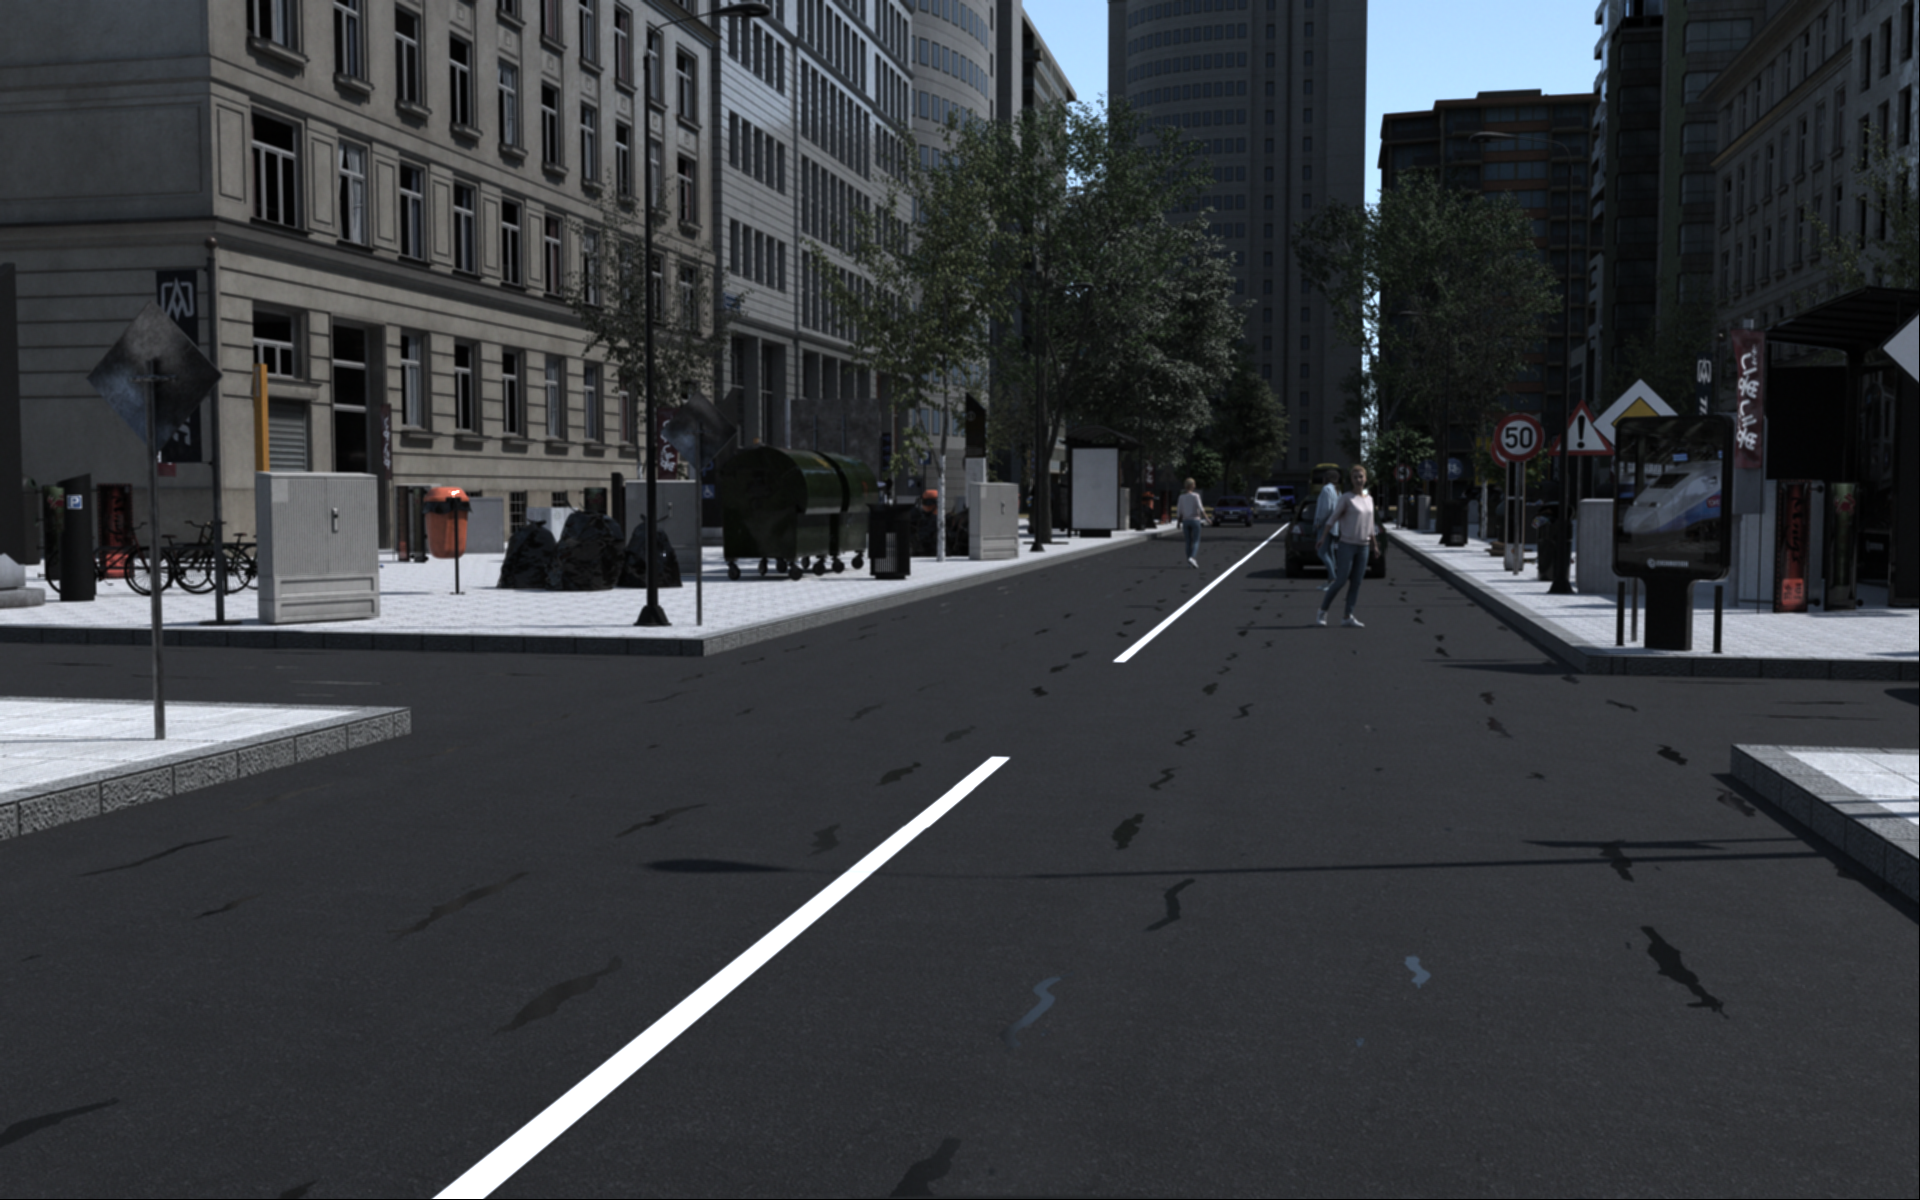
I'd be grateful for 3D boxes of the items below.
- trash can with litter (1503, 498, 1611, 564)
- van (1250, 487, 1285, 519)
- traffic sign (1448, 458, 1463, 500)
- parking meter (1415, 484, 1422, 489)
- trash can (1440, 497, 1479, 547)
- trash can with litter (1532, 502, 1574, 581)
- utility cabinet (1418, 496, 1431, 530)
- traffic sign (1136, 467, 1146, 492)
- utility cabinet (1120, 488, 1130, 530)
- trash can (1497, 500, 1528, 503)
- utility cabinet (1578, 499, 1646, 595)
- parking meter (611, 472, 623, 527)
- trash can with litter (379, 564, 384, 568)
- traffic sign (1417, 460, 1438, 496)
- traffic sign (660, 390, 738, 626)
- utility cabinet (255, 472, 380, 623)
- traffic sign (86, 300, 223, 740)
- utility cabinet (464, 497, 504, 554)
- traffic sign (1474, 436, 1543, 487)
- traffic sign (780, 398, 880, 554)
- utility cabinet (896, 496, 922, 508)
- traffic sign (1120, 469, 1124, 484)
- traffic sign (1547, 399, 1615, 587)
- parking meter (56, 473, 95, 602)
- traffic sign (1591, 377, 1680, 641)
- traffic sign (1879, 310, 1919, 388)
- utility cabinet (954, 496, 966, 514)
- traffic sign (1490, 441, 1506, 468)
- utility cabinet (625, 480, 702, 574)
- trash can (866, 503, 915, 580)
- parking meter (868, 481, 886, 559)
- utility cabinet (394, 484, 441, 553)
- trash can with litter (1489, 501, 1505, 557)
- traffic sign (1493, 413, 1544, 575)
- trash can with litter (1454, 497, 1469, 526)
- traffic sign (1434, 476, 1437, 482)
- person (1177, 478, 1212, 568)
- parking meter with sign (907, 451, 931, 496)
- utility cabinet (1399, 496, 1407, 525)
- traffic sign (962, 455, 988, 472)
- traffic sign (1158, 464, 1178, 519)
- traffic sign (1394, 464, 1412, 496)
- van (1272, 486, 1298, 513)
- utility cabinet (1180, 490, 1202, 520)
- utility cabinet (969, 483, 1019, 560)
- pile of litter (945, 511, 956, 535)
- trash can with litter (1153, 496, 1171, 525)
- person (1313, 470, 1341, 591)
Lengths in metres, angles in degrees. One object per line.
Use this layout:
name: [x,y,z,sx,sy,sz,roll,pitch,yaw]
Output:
trash can with litter: [11.108,-1.301,32.330,2.233,1.210,1.678,0,4,1]
van: [18.174,-5.827,102.275,2.013,2.044,4.112,1,4,10]
traffic sign: [17.392,-3.744,61.312,0.768,2.556,0.104,1,4,13]
parking meter: [21.996,-4.742,83.235,0.255,1.863,0.399,-1,4,-11]
trash can: [12.101,-1.876,42.326,0.748,1.137,0.748,0,3,0]
trash can with litter: [8.766,-0.880,25.781,0.624,1.170,1.055,1,4,10]
utility cabinet: [16.638,-3.112,62.041,0.306,1.237,1.020,2,4,24]
traffic sign: [8.721,-5.012,81.949,0.884,2.594,0.081,1,4,21]
utility cabinet: [5.815,-3.227,61.443,0.318,1.500,1.173,1,4,12]
trash can: [13.858,-1.947,43.481,0.748,1.137,0.748,0,3,0]
utility cabinet: [8.471,-0.673,22.163,1.020,1.237,0.306,2,4,33]
parking meter: [-9.306,-2.530,47.079,0.255,1.863,0.399,0,4,1]
trash can with litter: [-10.807,-1.146,29.790,1.678,1.210,2.233,-1,4,-15]
traffic sign: [17.270,-3.905,63.953,0.768,2.556,0.104,1,4,17]
traffic sign: [-2.537,-0.805,16.811,0.795,2.450,0.064,1,4,12]
utility cabinet: [-6.431,-0.533,17.391,0.318,1.500,1.173,3,4,38]
traffic sign: [-4.181,-0.327,8.996,0.795,2.450,0.064,1,4,12]
utility cabinet: [-10.366,-1.602,37.348,1.020,1.237,0.306,-1,4,-16]
traffic sign: [19.011,-4.049,60.071,2.265,3.308,0.079,1,4,18]
traffic sign: [-2.802,-2.642,37.069,2.265,3.308,0.079,1,4,16]
utility cabinet: [-1.261,-2.302,48.795,1.020,1.237,0.306,1,4,13]
traffic sign: [7.985,-5.304,86.833,0.768,2.556,0.104,1,4,16]
traffic sign: [8.550,-1.462,23.900,0.884,2.594,0.081,1,4,15]
parking meter: [-10.601,-0.755,20.756,0.372,1.533,0.369,0,3,0]
traffic sign: [5.870,-0.696,15.028,0.795,2.450,0.064,1,4,12]
traffic sign: [4.225,-0.218,7.213,0.795,2.450,0.064,1,4,12]
utility cabinet: [0.315,-3.296,65.043,1.020,1.237,0.306,-2,4,-25]
traffic sign: [11.003,-2.115,34.684,0.768,2.556,0.104,1,4,17]
utility cabinet: [-4.675,-1.140,27.321,1.173,1.500,0.318,-1,4,-11]
trash can: [-1.051,-0.881,26.058,0.748,1.137,0.748,0,3,0]
parking meter: [-1.655,-1.601,34.583,0.372,1.533,0.369,0,3,0]
utility cabinet: [-11.788,-1.771,37.631,1.173,1.500,0.318,2,4,32]
trash can with litter: [11.317,-1.489,35.736,0.624,1.170,1.055,2,4,33]
traffic sign: [8.803,-1.666,27.353,0.768,2.556,0.104,1,4,13]
trash can with litter: [19.920,-3.541,69.289,0.624,1.170,1.055,0,4,-8]
traffic sign: [23.766,-5.227,85.563,0.768,2.556,0.104,1,4,16]
person: [4.527,-1.492,33.568,0.731,1.740,0.598,1,4,18]
parking meter with sign: [-1.829,-4.498,69.802,0.543,3.016,1.738,2,4,28]
utility cabinet: [18.508,-3.721,72.001,0.306,1.237,1.020,2,4,32]
traffic sign: [0.421,-3.070,50.296,0.768,2.556,0.104,1,4,18]
traffic sign: [8.965,-4.573,74.774,0.884,2.594,0.081,1,4,17]
traffic sign: [18.557,-4.433,72.591,0.768,2.556,0.104,1,4,16]
van: [24.502,-7.776,131.525,2.240,2.365,5.245,1,4,11]
utility cabinet: [11.398,-4.692,85.392,1.173,1.500,0.318,-2,4,-34]
utility cabinet: [0.672,-1.533,33.747,0.318,1.500,1.173,3,5,41]
pile of litter: [-0.440,-1.808,43.531,1.719,0.858,1.176,-2,4,-29]
trash can with litter: [8.061,-3.812,73.387,1.678,1.210,2.233,-3,4,-38]
person: [5.491,-1.039,25.749,0.793,1.790,0.793,0,4,-5]
